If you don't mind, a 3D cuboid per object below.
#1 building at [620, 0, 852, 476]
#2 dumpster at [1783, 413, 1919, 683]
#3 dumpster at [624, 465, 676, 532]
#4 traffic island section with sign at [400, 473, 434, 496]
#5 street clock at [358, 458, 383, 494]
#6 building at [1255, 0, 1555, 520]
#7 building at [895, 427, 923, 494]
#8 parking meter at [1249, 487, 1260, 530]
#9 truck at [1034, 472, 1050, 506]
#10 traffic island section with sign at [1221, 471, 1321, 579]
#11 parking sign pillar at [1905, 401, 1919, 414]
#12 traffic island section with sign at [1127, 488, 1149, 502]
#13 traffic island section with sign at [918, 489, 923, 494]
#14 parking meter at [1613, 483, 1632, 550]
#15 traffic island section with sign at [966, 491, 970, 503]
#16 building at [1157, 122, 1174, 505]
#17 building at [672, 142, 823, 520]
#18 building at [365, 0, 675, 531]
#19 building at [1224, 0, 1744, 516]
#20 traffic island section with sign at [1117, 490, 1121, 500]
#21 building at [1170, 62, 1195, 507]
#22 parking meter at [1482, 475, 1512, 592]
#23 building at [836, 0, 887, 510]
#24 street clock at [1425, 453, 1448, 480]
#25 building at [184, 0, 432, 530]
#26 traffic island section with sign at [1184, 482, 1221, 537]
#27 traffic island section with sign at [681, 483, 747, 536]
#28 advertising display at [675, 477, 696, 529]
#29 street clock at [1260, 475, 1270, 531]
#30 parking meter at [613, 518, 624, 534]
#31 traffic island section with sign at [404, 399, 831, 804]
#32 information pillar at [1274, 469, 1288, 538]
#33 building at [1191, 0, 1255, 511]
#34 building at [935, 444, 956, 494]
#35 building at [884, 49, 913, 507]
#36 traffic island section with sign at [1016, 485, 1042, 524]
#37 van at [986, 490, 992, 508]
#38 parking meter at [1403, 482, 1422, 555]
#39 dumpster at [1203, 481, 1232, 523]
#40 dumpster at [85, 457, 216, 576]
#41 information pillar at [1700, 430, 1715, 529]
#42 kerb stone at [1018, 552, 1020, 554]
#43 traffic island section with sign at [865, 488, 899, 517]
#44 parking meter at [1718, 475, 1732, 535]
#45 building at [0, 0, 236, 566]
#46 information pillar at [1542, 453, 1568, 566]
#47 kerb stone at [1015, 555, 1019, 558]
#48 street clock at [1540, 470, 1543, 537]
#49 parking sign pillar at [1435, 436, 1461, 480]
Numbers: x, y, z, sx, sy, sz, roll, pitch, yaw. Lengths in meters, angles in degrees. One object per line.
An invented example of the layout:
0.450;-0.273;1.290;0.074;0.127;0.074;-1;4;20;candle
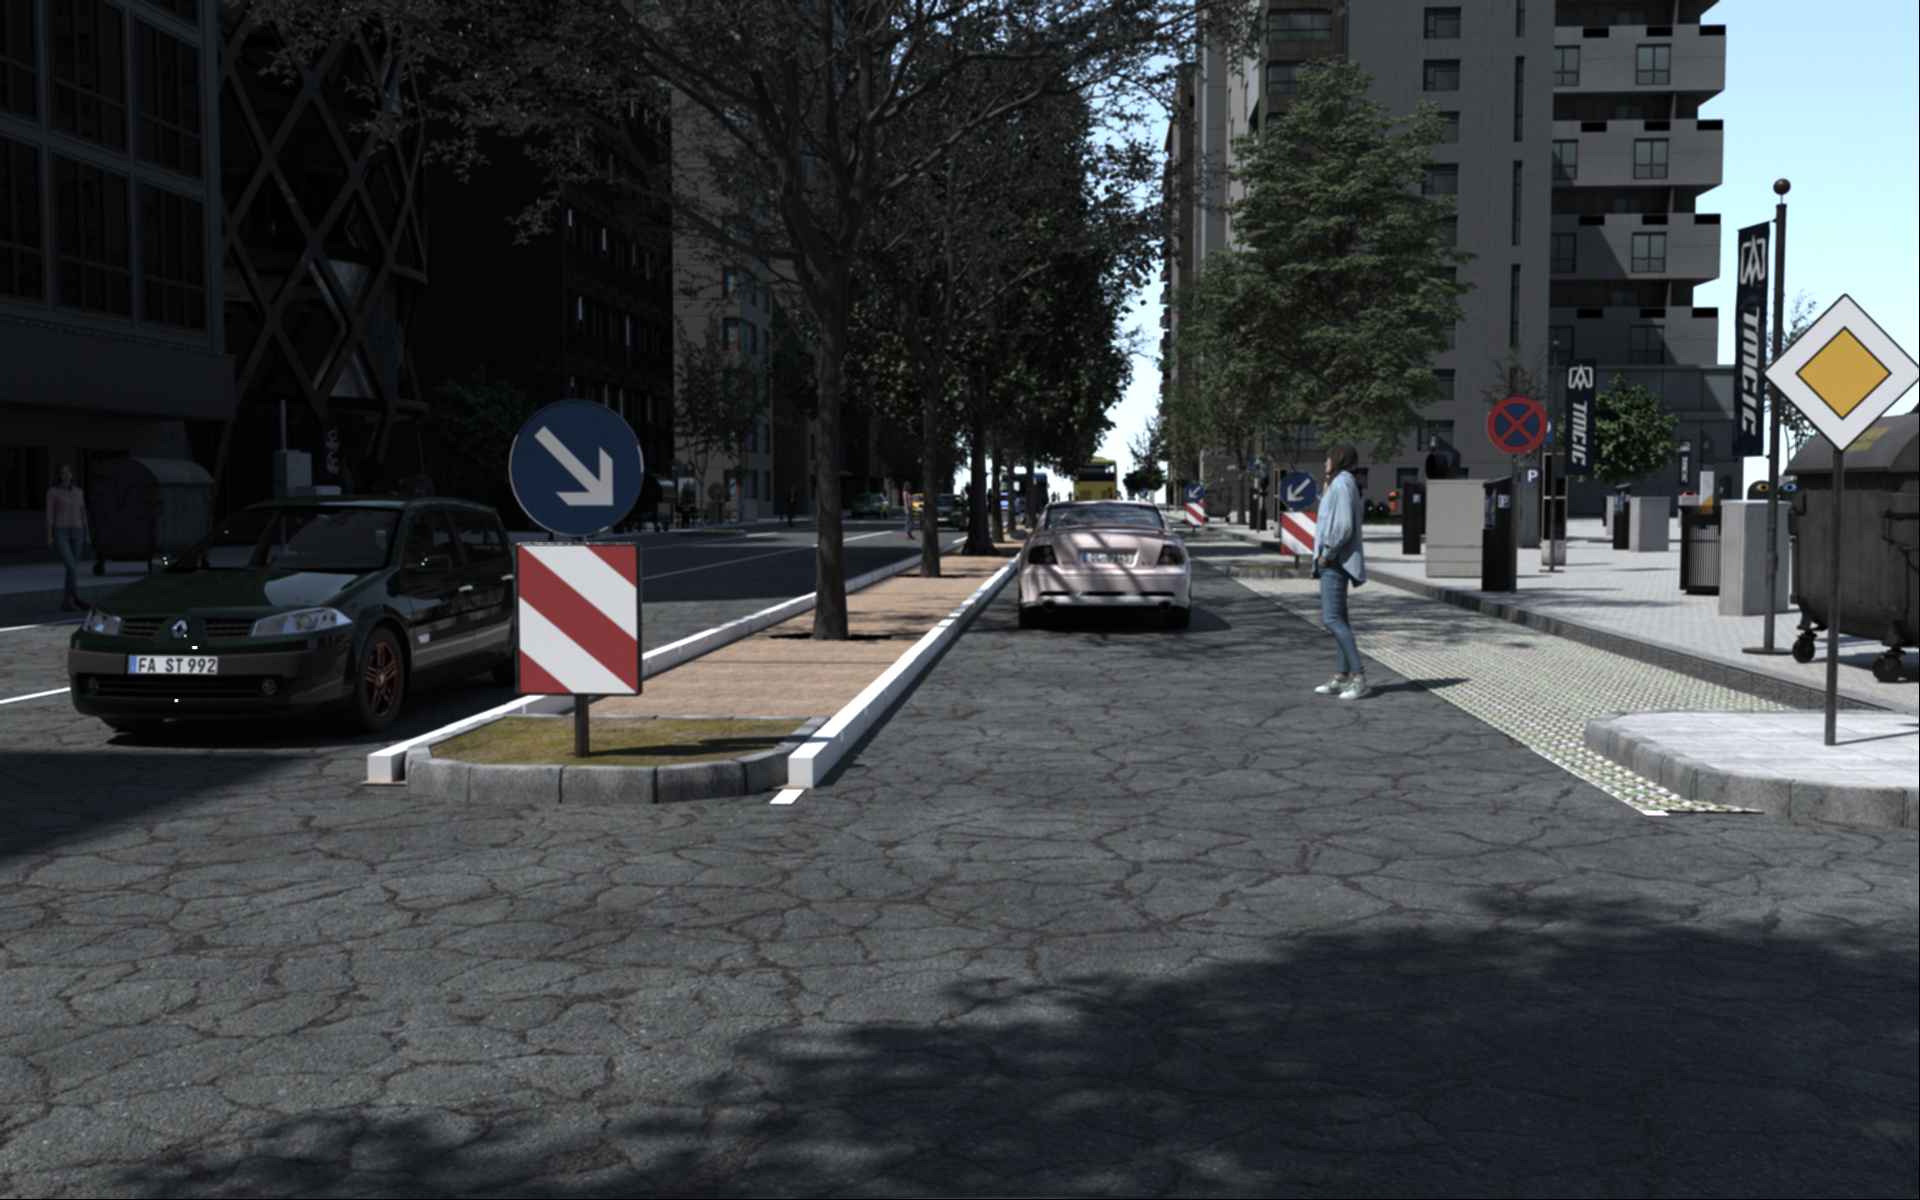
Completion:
-23.173;-32.987;128.570;28.713;52.752;27.495;0;4;4;building
6.860;-0.404;12.361;1.264;1.857;1.865;0;4;4;dumpster
-10.558;-3.432;58.611;1.502;2.255;1.985;0;4;4;dumpster
-10.404;-1.468;32.626;1.989;1.847;2.006;0;4;4;traffic island section with sign
-11.815;-1.845;34.735;0.471;2.002;0.358;-1;4;-18;street clock
22.738;-19.615;92.402;14.160;30.474;14.107;0;4;4;building
-10.832;-33.624;199.856;14.600;45.320;14.200;0;4;4;building
10.610;-3.298;62.333;0.372;1.533;0.369;0;3;0;parking meter
9.893;-13.940;217.676;2.967;4.110;18.799;0;4;4;truck
5.670;-1.311;30.067;1.989;1.847;2.006;0;4;4;traffic island section with sign
22.344;-3.176;40.395;1.447;3.967;1.447;-2;4;-33;parking sign pillar
11.361;-6.116;108.626;1.989;1.847;2.006;0;4;4;traffic island section with sign
-2.931;-7.787;135.940;1.989;1.847;2.006;0;4;4;traffic island section with sign
15.295;-1.932;40.004;0.372;1.533;0.369;0;3;0;parking meter
1.087;-11.180;191.423;1.989;1.847;2.006;0;4;4;traffic island section with sign
34.423;-33.232;197.962;22.147;44.769;28.867;0;4;4;building
-23.549;-15.644;100.816;27.650;21.520;28.899;0;4;4;building
-19.040;-14.510;66.910;12.332;23.373;15.834;0;4;4;building
31.768;-31.966;111.888;28.713;52.752;27.495;0;4;4;building
13.295;-7.763;135.558;1.989;1.847;2.006;0;4;4;traffic island section with sign
28.876;-32.210;176.751;14.600;45.320;14.200;0;4;4;building
7.071;-0.879;22.789;0.372;1.533;0.369;0;3;0;parking meter
-13.866;-30.512;148.988;14.600;45.320;14.200;0;4;4;building
8.492;-1.610;30.901;0.358;2.002;0.471;-1;4;-10;street clock
-23.214;-10.885;45.419;16.820;18.784;16.811;0;4;4;building
7.689;-3.015;57.921;1.989;1.847;2.006;0;4;4;traffic island section with sign
-8.439;-3.128;59.778;1.989;1.847;2.006;0;4;4;traffic island section with sign
-10.191;-3.614;64.295;0.123;1.923;0.974;2;4;34;advertising display
10.658;-3.441;60.822;0.358;2.002;0.471;-1;4;-17;street clock
-11.022;-2.903;55.867;0.372;1.533;0.369;0;3;0;parking meter
-1.792;-0.051;8.964;2.006;1.907;1.989;0;4;4;traffic island section with sign
9.384;-2.822;50.632;0.304;2.012;0.304;-1;4;-13;information pillar
29.507;-36.575;140.007;21.231;58.520;28.212;0;4;4;building
-15.419;-23.118;223.014;27.650;21.520;28.899;0;4;4;building
-15.617;-45.462;181.552;20.563;71.187;20.611;0;4;4;building
3.621;-4.634;83.908;2.006;1.907;1.989;0;4;4;traffic island section with sign
3.432;-10.379;176.702;2.013;2.044;4.112;0;4;6;van
9.608;-1.736;36.803;0.372;1.533;0.369;0;3;0;parking meter
11.664;-4.444;78.421;1.264;1.857;1.865;0;4;4;dumpster
-12.937;-1.342;27.707;1.264;1.857;1.865;0;4;4;dumpster
27.203;-4.388;63.093;0.504;3.616;0.183;-1;4;-8;information pillar
1.257;-0.875;36.520;0.120;0.150;1.000;0;4;4;kerb stone
-4.891;-6.131;108.866;1.989;1.847;2.006;0;4;4;traffic island section with sign
23.838;-2.952;53.979;0.255;1.863;0.399;0;4;0;parking meter
-22.812;-14.139;24.687;14.314;27.812;24.014;0;4;4;building
10.643;-1.621;30.992;0.304;2.012;0.304;-1;4;-20;information pillar
1.109;-0.751;34.476;0.120;0.150;1.000;0;4;4;kerb stone
17.253;-2.862;51.357;0.358;2.002;0.471;-1;4;-17;street clock
21.700;-5.442;77.447;1.447;3.967;1.447;-3;4;-37;parking sign pillar
